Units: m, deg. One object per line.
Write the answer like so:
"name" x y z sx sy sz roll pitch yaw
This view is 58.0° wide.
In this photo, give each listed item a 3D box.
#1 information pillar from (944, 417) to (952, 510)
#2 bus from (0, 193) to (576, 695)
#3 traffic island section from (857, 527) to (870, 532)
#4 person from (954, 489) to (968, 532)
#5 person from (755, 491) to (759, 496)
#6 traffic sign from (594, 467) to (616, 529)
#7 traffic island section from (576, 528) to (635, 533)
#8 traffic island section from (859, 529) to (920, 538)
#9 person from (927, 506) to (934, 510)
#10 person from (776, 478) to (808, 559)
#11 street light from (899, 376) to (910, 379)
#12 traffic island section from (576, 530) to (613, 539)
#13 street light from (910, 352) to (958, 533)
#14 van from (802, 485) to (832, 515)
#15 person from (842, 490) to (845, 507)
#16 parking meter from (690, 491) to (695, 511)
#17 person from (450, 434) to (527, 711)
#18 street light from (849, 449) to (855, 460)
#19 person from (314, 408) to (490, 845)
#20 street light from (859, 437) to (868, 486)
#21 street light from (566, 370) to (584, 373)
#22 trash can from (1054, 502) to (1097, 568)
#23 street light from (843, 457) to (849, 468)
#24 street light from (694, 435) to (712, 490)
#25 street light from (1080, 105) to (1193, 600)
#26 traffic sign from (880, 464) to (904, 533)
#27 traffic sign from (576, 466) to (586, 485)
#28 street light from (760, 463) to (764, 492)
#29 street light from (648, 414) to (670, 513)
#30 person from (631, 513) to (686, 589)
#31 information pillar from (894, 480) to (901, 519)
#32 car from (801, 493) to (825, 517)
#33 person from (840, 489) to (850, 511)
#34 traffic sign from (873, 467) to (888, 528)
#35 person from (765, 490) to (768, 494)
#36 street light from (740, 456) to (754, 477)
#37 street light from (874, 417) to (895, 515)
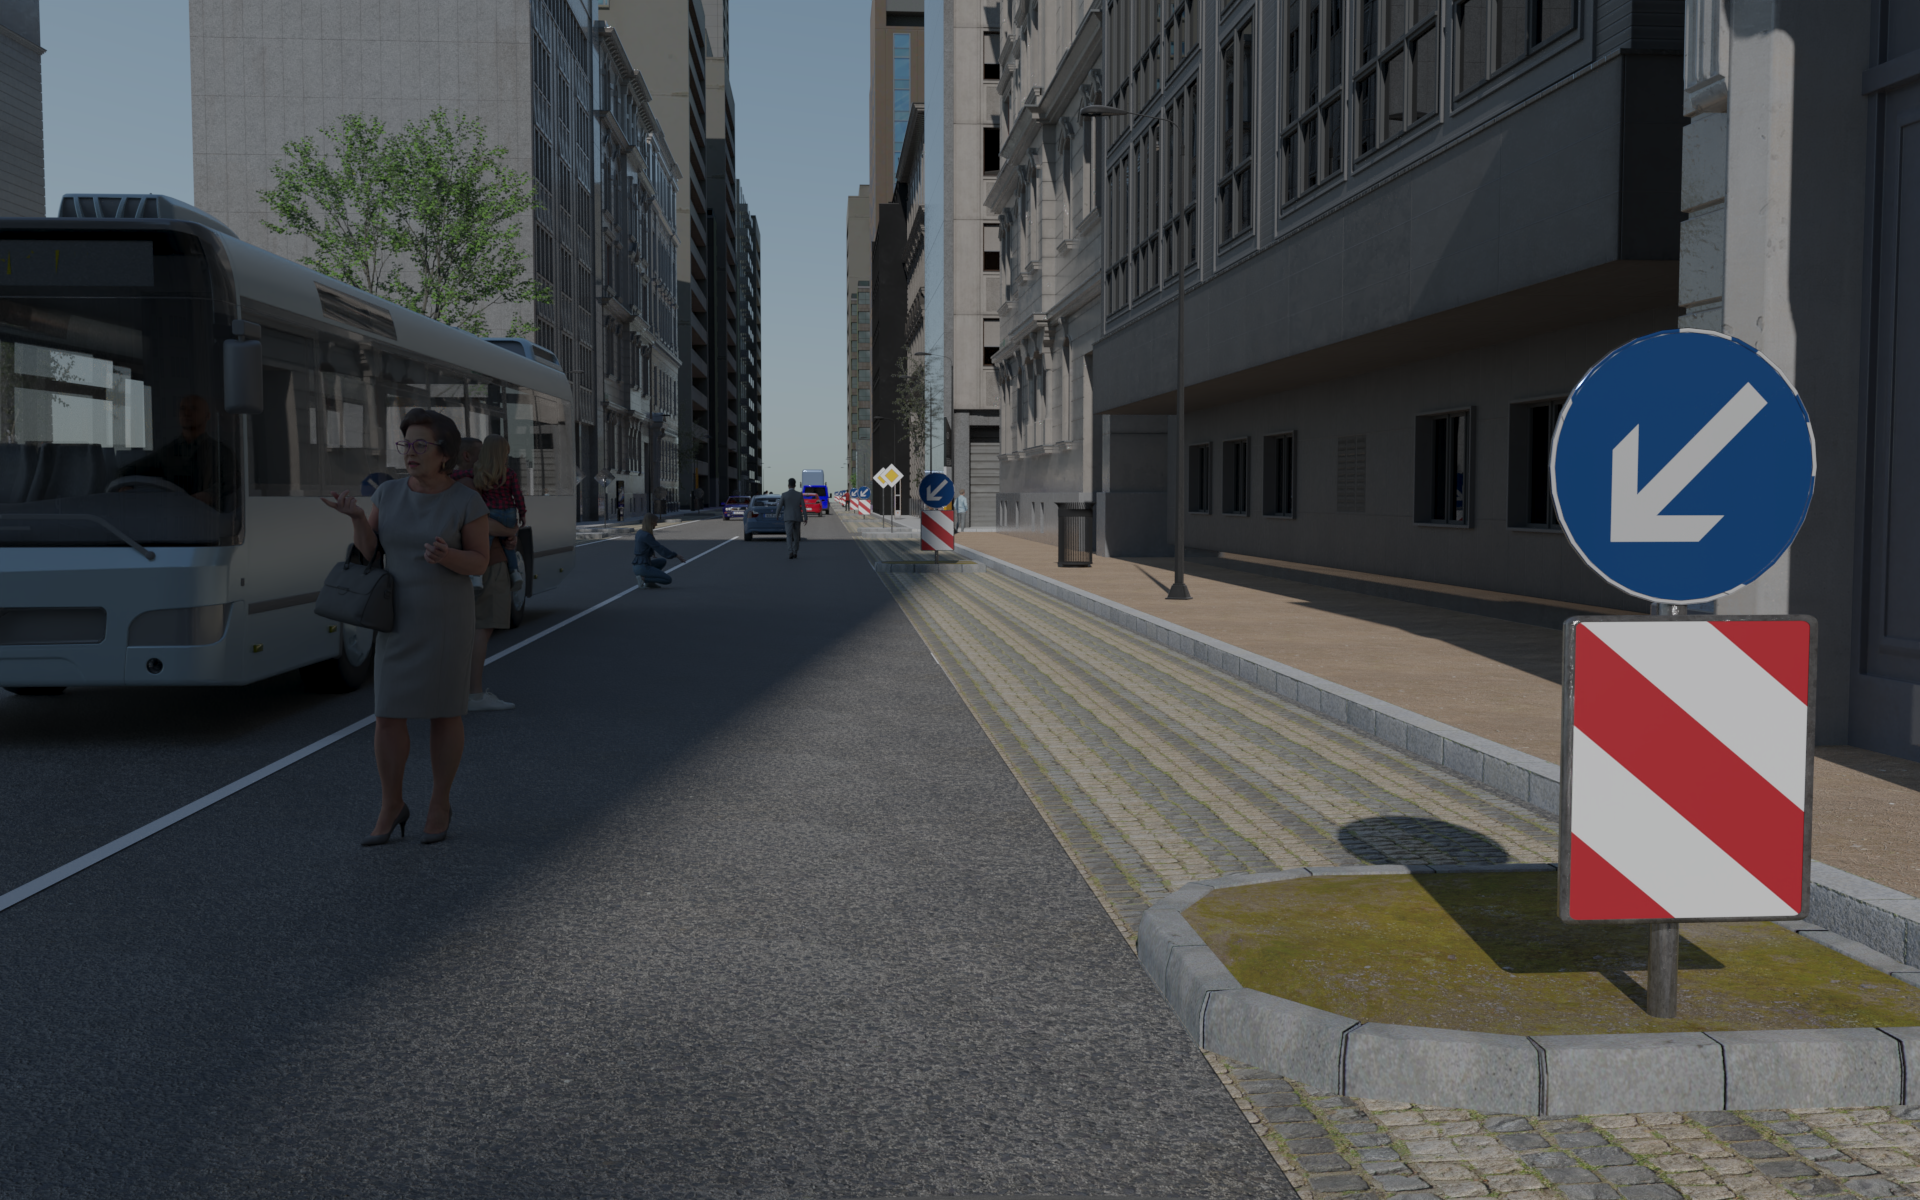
"information pillar" -0.381 -3.748 52.638 0.183 3.616 0.504 1 4 20
"bus" -5.745 -1.246 15.225 2.948 3.499 13.247 0 4 -3
"traffic island section" -2.860 -2.627 65.237 2.009 0.180 2.903 0 4 -5
"person" 0.061 -3.061 60.350 0.330 1.601 0.589 -3 5 -44
"person" -22.579 -11.276 193.538 1.217 1.739 0.721 -3 4 -38
"traffic sign" -13.196 -3.714 64.367 0.795 2.450 0.064 0 4 -5
"traffic island section" -13.219 -2.578 64.427 2.009 0.180 2.903 0 4 -5
"traffic island section" -2.231 -2.140 57.277 2.009 0.180 2.903 0 4 -5
"person" -0.841 -2.077 47.133 0.373 1.253 0.362 1 4 15
"person" -3.730 -1.816 38.465 0.678 1.792 0.850 -1 4 -12
"street light" -1.681 -5.840 68.028 1.470 5.913 1.316 0 4 -5
"traffic island section" -12.590 -2.091 56.466 2.009 0.180 2.903 0 4 -5
"street light" -0.795 -5.152 56.773 1.470 5.913 1.316 0 4 -5
"van" -10.056 -7.119 120.780 2.240 2.365 5.245 0 4 -4
"person" -11.730 -10.086 173.371 0.705 1.831 1.348 -1 4 -17
"parking meter" -20.052 -7.438 130.018 0.372 1.533 0.369 0 3 0
"person" -3.176 -0.189 11.569 0.580 1.828 0.573 1 4 17
"street light" -10.499 -12.703 180.240 1.470 5.913 1.316 0 4 -5
"person" -2.298 0.110 7.063 0.716 1.782 0.532 0 4 3
"street light" -7.724 -10.509 144.364 1.470 5.913 1.316 0 4 -5
"street light" -14.786 -5.657 65.035 1.470 5.913 1.316 0 4 -5
"trash can" 2.015 -1.138 30.265 0.748 1.137 0.748 0 3 0
"street light" -14.272 -15.564 227.011 1.470 5.913 1.316 0 4 -5
"street light" -20.756 -10.266 140.384 1.470 5.913 1.316 0 4 -5
"street light" 2.131 -2.958 20.909 1.470 5.913 1.316 0 4 -5
"traffic sign" -2.253 -3.276 57.198 0.795 2.450 0.064 0 4 -5
"traffic sign" -12.567 -3.227 56.407 0.795 2.450 0.064 0 4 -5
"street light" -30.027 -17.541 259.329 1.470 5.913 1.316 0 4 -5
"street light" -17.555 -7.854 100.953 1.470 5.913 1.316 0 4 -5
"person" -4.654 -0.757 26.377 0.738 1.151 1.012 -1 4 -23
"information pillar" -3.157 -5.077 87.502 0.304 2.012 0.304 0 4 -7
"car" -9.532 -6.084 108.510 2.155 1.783 4.494 0 4 -4
"person" -9.423 -8.348 144.920 1.348 1.831 0.705 -1 4 -14
"traffic sign" -2.882 -3.762 65.158 0.795 2.450 0.064 0 4 -5
"person" -15.703 -8.098 141.608 0.721 1.736 1.217 -1 4 -9
"street light" -27.207 -15.346 223.444 1.470 5.913 1.316 0 4 -5
"street light" -4.454 -8.034 103.905 1.470 5.913 1.316 0 4 -5
